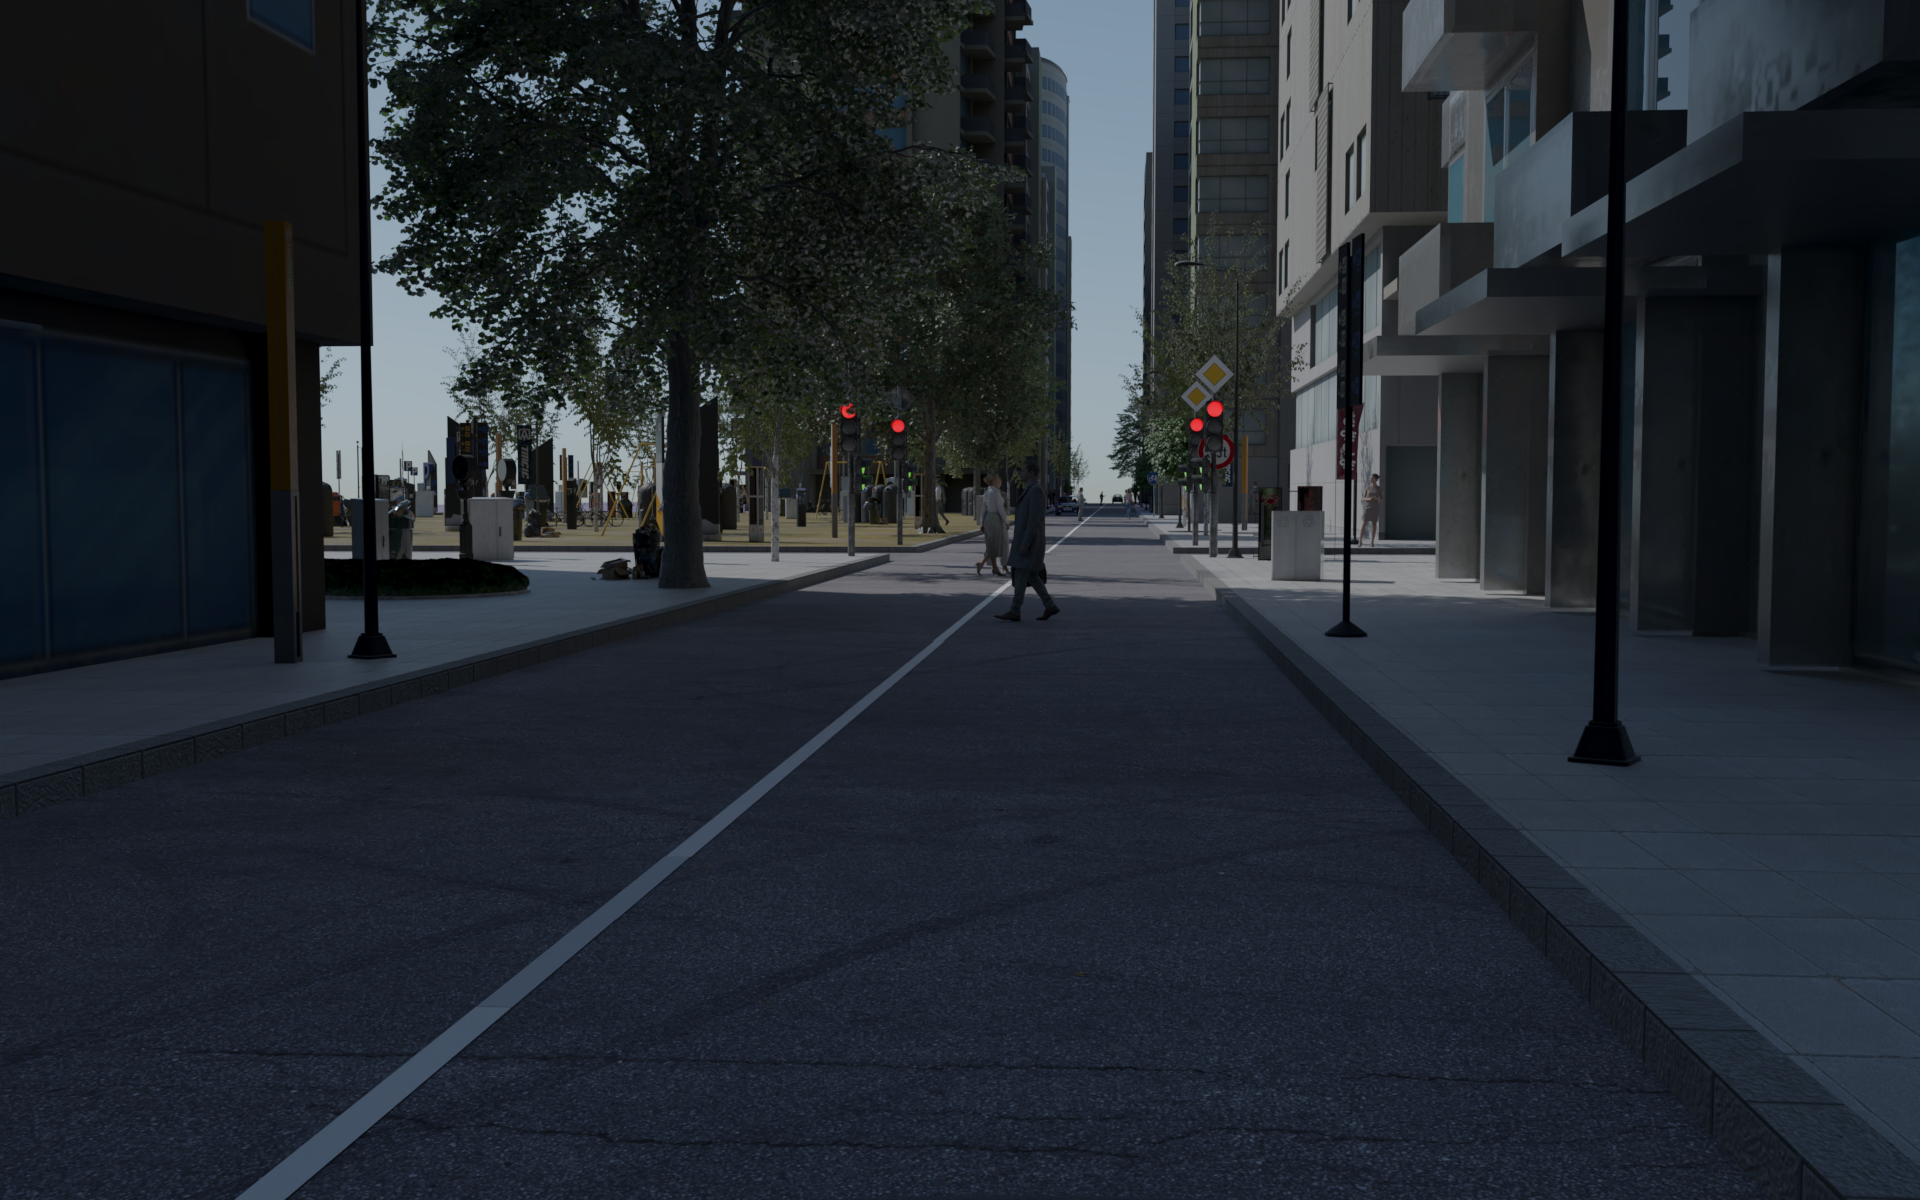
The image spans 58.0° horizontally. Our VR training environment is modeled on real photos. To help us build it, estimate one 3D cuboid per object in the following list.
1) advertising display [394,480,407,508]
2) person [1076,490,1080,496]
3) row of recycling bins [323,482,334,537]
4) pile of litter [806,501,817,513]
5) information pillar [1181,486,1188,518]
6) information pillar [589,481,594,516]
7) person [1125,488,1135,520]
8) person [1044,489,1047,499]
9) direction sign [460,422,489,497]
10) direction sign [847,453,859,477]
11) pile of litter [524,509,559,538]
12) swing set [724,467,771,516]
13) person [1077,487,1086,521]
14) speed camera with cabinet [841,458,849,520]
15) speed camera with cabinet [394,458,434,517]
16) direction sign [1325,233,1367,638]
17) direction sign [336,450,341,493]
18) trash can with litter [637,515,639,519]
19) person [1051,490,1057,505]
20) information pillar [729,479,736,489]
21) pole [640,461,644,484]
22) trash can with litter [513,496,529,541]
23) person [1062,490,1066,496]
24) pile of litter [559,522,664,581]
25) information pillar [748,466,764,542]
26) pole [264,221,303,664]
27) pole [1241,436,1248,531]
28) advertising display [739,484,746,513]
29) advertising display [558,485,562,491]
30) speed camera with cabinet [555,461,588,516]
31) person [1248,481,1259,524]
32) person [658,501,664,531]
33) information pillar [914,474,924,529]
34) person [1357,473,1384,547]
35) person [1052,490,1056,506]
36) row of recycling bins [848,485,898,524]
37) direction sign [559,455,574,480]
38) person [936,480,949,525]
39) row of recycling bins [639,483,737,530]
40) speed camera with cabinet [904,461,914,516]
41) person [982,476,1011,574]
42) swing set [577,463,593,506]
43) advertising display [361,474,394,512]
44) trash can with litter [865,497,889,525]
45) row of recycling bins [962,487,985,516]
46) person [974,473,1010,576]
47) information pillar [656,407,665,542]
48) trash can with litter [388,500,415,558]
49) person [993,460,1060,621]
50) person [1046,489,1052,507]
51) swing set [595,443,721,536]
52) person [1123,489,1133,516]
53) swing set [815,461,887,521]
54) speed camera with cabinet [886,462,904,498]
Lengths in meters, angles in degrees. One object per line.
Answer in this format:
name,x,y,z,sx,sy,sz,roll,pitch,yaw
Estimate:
advertising display,-25.439,-4.456,78.067,0.974,1.923,0.123,0,4,-2
person,18.745,-16.275,271.770,1.348,1.869,0.705,2,4,35
row of recycling bins,-20.026,-2.691,51.110,1.069,1.692,3.534,2,4,25
pile of litter,-10.465,-6.380,118.283,1.719,0.858,1.176,-1,4,-19
information pillar,12.055,-6.175,92.311,0.504,3.616,0.183,0,4,3
information pillar,-21.322,-5.862,100.340,0.304,2.012,0.304,-2,4,-29
person,9.520,-5.406,97.480,0.593,1.750,0.643,2,4,35
person,8.123,-9.857,167.646,0.568,1.767,0.683,0,4,-1
direction sign,-15.404,-3.853,54.992,0.876,3.537,0.379,-2,4,-27
direction sign,-5.001,-5.437,80.897,0.379,3.537,0.876,-3,4,-39
pile of litter,-12.381,-2.293,51.457,1.176,0.858,1.719,1,4,10
swing set,-12.462,-6.414,102.495,3.119,2.851,2.862,3,5,43
person,6.483,-5.075,91.681,0.583,1.804,0.606,-1,4,-22
speed camera with cabinet,-5.707,-5.696,87.457,0.660,3.252,2.038,0,4,-2
speed camera with cabinet,-30.420,-6.248,96.487,2.038,3.252,0.660,-1,4,-16
direction sign,3.490,-1.441,15.551,0.379,3.537,0.876,0,4,-1
direction sign,-32.126,-5.970,89.613,0.379,3.537,0.876,-2,4,-33
trash can with litter,-15.687,-4.716,88.171,2.233,1.210,1.678,3,4,37
person,10.803,-12.029,203.430,1.217,1.735,0.721,-1,4,-9
information pillar,-10.959,-4.839,83.607,0.304,2.012,0.304,0,4,3
pole,-19.794,-6.969,107.784,0.158,3.312,0.155,0,3,0
trash can with litter,-12.309,-2.190,47.190,0.624,1.170,1.055,2,4,30
person,12.285,-12.157,205.521,0.721,1.736,1.217,-1,4,-19
pile of litter,-5.027,-0.765,26.467,1.176,0.858,1.719,2,4,35
information pillar,-5.420,-2.543,46.076,0.304,2.012,0.304,2,4,26
pole,-5.109,-1.177,13.082,0.158,3.312,0.155,0,3,0
pole,10.005,-4.097,60.824,0.158,3.312,0.155,0,3,0
advertising display,-14.493,-6.703,114.800,0.123,1.923,0.974,2,4,25
advertising display,-27.333,-6.967,119.118,0.123,1.923,0.974,-3,5,-39
speed camera with cabinet,-22.985,-6.613,102.458,0.660,3.252,2.038,3,4,37
person,12.830,-4.224,75.075,0.622,1.834,0.822,0,4,3
person,-5.521,-1.595,32.393,0.573,1.790,0.520,-2,4,-35
information pillar,-1.481,-3.616,63.608,0.304,2.012,0.304,1,4,21
person,9.947,-2.175,41.939,0.599,1.781,0.374,1,4,17
person,9.656,-10.543,179.250,0.721,1.723,1.217,-1,4,-12
row of recycling bins,-3.744,-4.243,76.487,1.069,1.692,3.534,-3,4,-38
direction sign,-22.655,-6.594,99.809,0.876,3.537,0.379,-3,5,-39
person,-0.846,-3.925,70.311,0.850,1.850,0.679,1,4,11
row of recycling bins,-9.827,-3.399,62.688,3.534,1.692,1.069,-1,4,-20
speed camera with cabinet,-2.952,-6.661,103.246,0.660,3.252,2.038,2,4,30
person,0.667,-1.353,31.177,0.519,1.759,0.362,-1,4,-14
swing set,-17.783,-5.324,84.668,2.862,2.851,3.119,-1,4,-18
advertising display,-19.368,-3.201,57.555,0.123,1.923,0.974,3,4,36
trash can with litter,-3.486,-3.768,72.998,0.624,1.170,1.055,3,4,36
row of recycling bins,0.694,-5.863,102.970,1.069,1.692,3.534,0,4,-8
person,0.532,-1.313,30.187,0.641,1.798,0.478,-1,4,-22
information pillar,-7.997,-3.359,46.273,0.183,3.616,0.504,-2,4,-29
trash can with litter,-11.124,-1.359,33.609,1.055,1.170,0.624,-1,4,-17
person,0.757,-0.670,19.551,0.767,1.812,0.694,0,3,0
person,8.566,-9.787,166.504,0.568,1.767,0.683,-1,4,-14
swing set,-9.343,-3.449,54.017,2.862,2.851,3.119,1,4,13
person,11.089,-6.399,113.791,0.598,1.740,0.731,2,4,25
swing set,-5.224,-5.266,83.721,3.119,2.851,2.862,1,4,21
speed camera with cabinet,-4.238,-6.272,96.884,2.038,3.252,0.660,3,5,40
